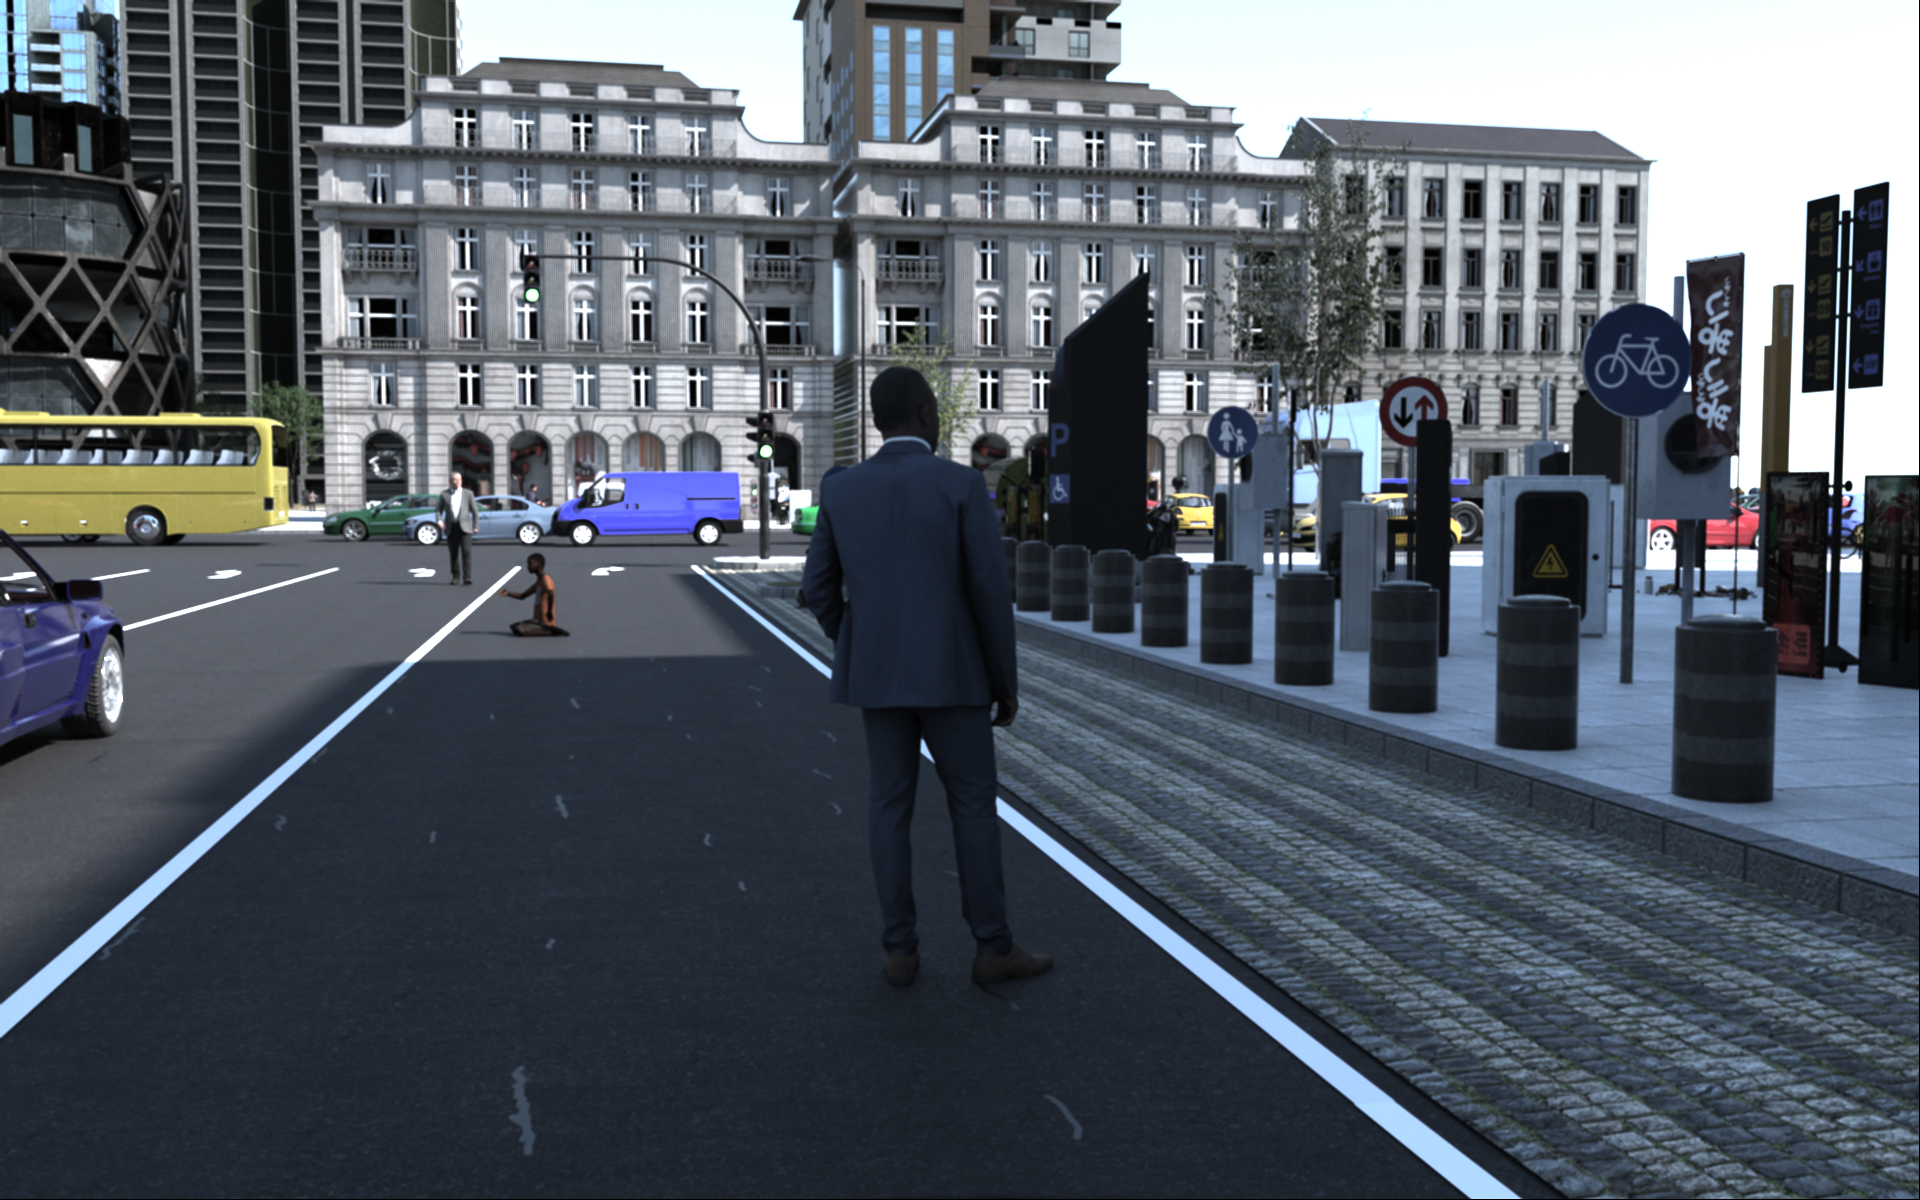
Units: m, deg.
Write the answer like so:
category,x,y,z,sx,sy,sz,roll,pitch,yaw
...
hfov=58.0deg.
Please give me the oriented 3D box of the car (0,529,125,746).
category,x,y,z,sx,sy,sz,roll,pitch,yaw
car,-5.594,0.224,8.915,1.945,1.354,3.894,-1,4,-12

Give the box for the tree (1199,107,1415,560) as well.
category,x,y,z,sx,sy,sz,roll,pitch,yaw
tree,6.907,-5.089,33.562,4.360,8.622,3.978,0,3,0

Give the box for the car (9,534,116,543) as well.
category,x,y,z,sx,sy,sz,roll,pitch,yaw
car,-27.464,-2.587,51.344,4.494,1.783,2.155,-1,4,-11

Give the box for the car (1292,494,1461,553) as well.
category,x,y,z,sx,sy,sz,roll,pitch,yaw
car,9.870,-1.899,41.276,3.980,1.641,2.015,-1,4,-11

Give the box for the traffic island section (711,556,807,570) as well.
category,x,y,z,sx,sy,sz,roll,pitch,yaw
traffic island section,-3.809,-0.712,33.918,2.009,0.180,2.903,-1,4,-12

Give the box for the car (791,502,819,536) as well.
category,x,y,z,sx,sy,sz,roll,pitch,yaw
car,-2.557,-2.546,50.416,4.718,1.807,1.959,-1,4,-12

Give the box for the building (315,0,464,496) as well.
category,x,y,z,sx,sy,sz,roll,pitch,yaw
building,-79.030,-48.895,237.678,20.611,71.187,20.563,-1,4,-12

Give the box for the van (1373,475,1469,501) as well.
category,x,y,z,sx,sy,sz,roll,pitch,yaw
van,17.409,-3.908,68.275,5.245,2.365,2.240,-1,4,-11

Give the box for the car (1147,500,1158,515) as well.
category,x,y,z,sx,sy,sz,roll,pitch,yaw
car,5.267,-3.448,65.045,5.304,1.827,2.281,-1,4,-13

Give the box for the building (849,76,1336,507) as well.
category,x,y,z,sx,sy,sz,roll,pitch,yaw
building,5.316,-15.130,89.168,24.055,21.916,13.314,-1,4,-12

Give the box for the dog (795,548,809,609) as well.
category,x,y,z,sx,sy,sz,roll,pitch,yaw
dog,-1.799,-0.297,21.696,0.513,0.831,0.800,1,4,15

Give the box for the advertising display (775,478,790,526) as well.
category,x,y,z,sx,sy,sz,roll,pitch,yaw
advertising display,-7.224,-3.991,70.461,0.123,1.923,0.974,2,4,24

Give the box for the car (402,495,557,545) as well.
category,x,y,z,sx,sy,sz,roll,pitch,yaw
car,-13.555,-2.286,49.378,4.499,1.417,2.014,-1,4,-13

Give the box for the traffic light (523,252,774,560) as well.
category,x,y,z,sx,sy,sz,roll,pitch,yaw
traffic light,-5.881,-3.582,33.234,4.771,5.953,1.251,-1,4,-12

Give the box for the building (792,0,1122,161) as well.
category,x,y,z,sx,sy,sz,roll,pitch,yaw
building,-0.356,-35.405,168.115,28.713,52.752,27.495,-1,4,-12

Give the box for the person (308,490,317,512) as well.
category,x,y,z,sx,sy,sz,roll,pitch,yaw
person,-50.537,-7.720,135.247,0.617,1.759,0.750,0,4,-7

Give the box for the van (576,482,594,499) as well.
category,x,y,z,sx,sy,sz,roll,pitch,yaw
van,-11.928,-3.420,62.923,4.112,2.044,2.013,-1,4,-11

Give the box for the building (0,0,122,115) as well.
category,x,y,z,sx,sy,sz,roll,pitch,yaw
building,-124.887,-56.036,228.861,31.000,86.520,22.319,-1,4,-12

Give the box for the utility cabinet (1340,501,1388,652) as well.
category,x,y,z,sx,sy,sz,roll,pitch,yaw
utility cabinet,3.410,-0.208,14.568,0.306,1.237,1.020,1,4,19

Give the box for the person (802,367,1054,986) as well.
category,x,y,z,sx,sy,sz,roll,pitch,yaw
person,-0.100,0.220,5.086,0.721,1.800,0.419,1,4,10

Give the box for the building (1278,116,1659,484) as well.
category,x,y,z,sx,sy,sz,roll,pitch,yaw
building,26.173,-14.904,92.823,18.267,20.994,9.793,-1,4,-12

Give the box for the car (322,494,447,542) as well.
category,x,y,z,sx,sy,sz,roll,pitch,yaw
car,-17.046,-2.540,53.322,4.920,1.459,2.131,-1,4,-12

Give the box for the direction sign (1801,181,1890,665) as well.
category,x,y,z,sx,sy,sz,roll,pitch,yaw
direction sign,6.631,-1.288,13.055,0.379,3.537,0.876,-1,4,-10

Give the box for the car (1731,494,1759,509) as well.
category,x,y,z,sx,sy,sz,roll,pitch,yaw
car,32.613,-3.630,71.148,4.920,1.459,2.131,-1,4,-12

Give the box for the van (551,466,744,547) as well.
category,x,y,z,sx,sy,sz,roll,pitch,yaw
van,-8.671,-2.670,48.038,5.245,2.365,2.240,-1,4,-12

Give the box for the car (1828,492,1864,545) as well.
category,x,y,z,sx,sy,sz,roll,pitch,yaw
car,25.671,-2.361,48.195,3.694,1.707,1.945,-1,4,-12

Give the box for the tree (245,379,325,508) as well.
category,x,y,z,sx,sy,sz,roll,pitch,yaw
tree,-60.712,-14.143,156.998,9.928,11.665,9.643,0,3,0

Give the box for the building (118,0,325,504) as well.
category,x,y,z,sx,sy,sz,roll,pitch,yaw
building,-99.107,-48.608,232.999,20.611,71.187,20.563,-1,4,-12

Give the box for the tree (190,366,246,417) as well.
category,x,y,z,sx,sy,sz,roll,pitch,yaw
tree,-54.942,-11.660,125.056,8.767,10.594,7.601,-1,4,-23

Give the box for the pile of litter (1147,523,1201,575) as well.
category,x,y,z,sx,sy,sz,roll,pitch,yaw
pile of litter,2.985,-0.848,27.834,1.719,0.858,1.176,2,4,35

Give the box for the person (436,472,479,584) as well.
category,x,y,z,sx,sy,sz,roll,pitch,yaw
person,-7.909,-1.125,27.295,0.661,1.777,0.834,-1,4,-20

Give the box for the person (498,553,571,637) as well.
category,x,y,z,sx,sy,sz,roll,pitch,yaw
person,-4.341,-0.045,17.524,0.655,0.850,0.859,-2,4,-26

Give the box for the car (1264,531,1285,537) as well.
category,x,y,z,sx,sy,sz,roll,pitch,yaw
car,11.414,-2.967,58.107,3.694,1.707,1.945,-1,4,-12

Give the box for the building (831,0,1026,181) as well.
category,x,y,z,sx,sy,sz,roll,pitch,yaw
building,-3.060,-30.363,146.537,14.600,45.320,14.200,-1,4,-12

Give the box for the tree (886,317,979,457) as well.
category,x,y,z,sx,sy,sz,roll,pitch,yaw
tree,-1.384,-7.496,72.923,4.737,8.622,4.395,0,3,0

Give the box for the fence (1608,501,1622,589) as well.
category,x,y,z,sx,sy,sz,roll,pitch,yaw
fence,9.033,-0.819,24.588,0.480,1.192,2.264,1,4,9

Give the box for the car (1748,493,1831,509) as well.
category,x,y,z,sx,sy,sz,roll,pitch,yaw
car,32.703,-3.583,67.615,4.494,1.783,2.155,-1,4,-11

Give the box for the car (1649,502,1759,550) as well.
category,x,y,z,sx,sy,sz,roll,pitch,yaw
car,17.356,-1.952,40.949,4.494,1.783,2.155,-1,4,-13

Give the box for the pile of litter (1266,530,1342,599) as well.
category,x,y,z,sx,sy,sz,roll,pitch,yaw
pile of litter,4.614,-0.465,21.562,1.719,0.858,1.176,0,4,-1

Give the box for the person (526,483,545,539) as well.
category,x,y,z,sx,sy,sz,roll,pitch,yaw
person,-13.439,-2.809,54.878,0.568,1.767,0.683,0,4,-4

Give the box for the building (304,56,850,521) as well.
category,x,y,z,sx,sy,sz,roll,pitch,yaw
building,-18.474,-14.901,85.434,24.055,21.916,13.314,-1,4,-12

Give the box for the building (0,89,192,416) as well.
category,x,y,z,sx,sy,sz,roll,pitch,yaw
building,-44.714,-13.030,80.486,16.811,18.784,16.820,-1,4,-12
